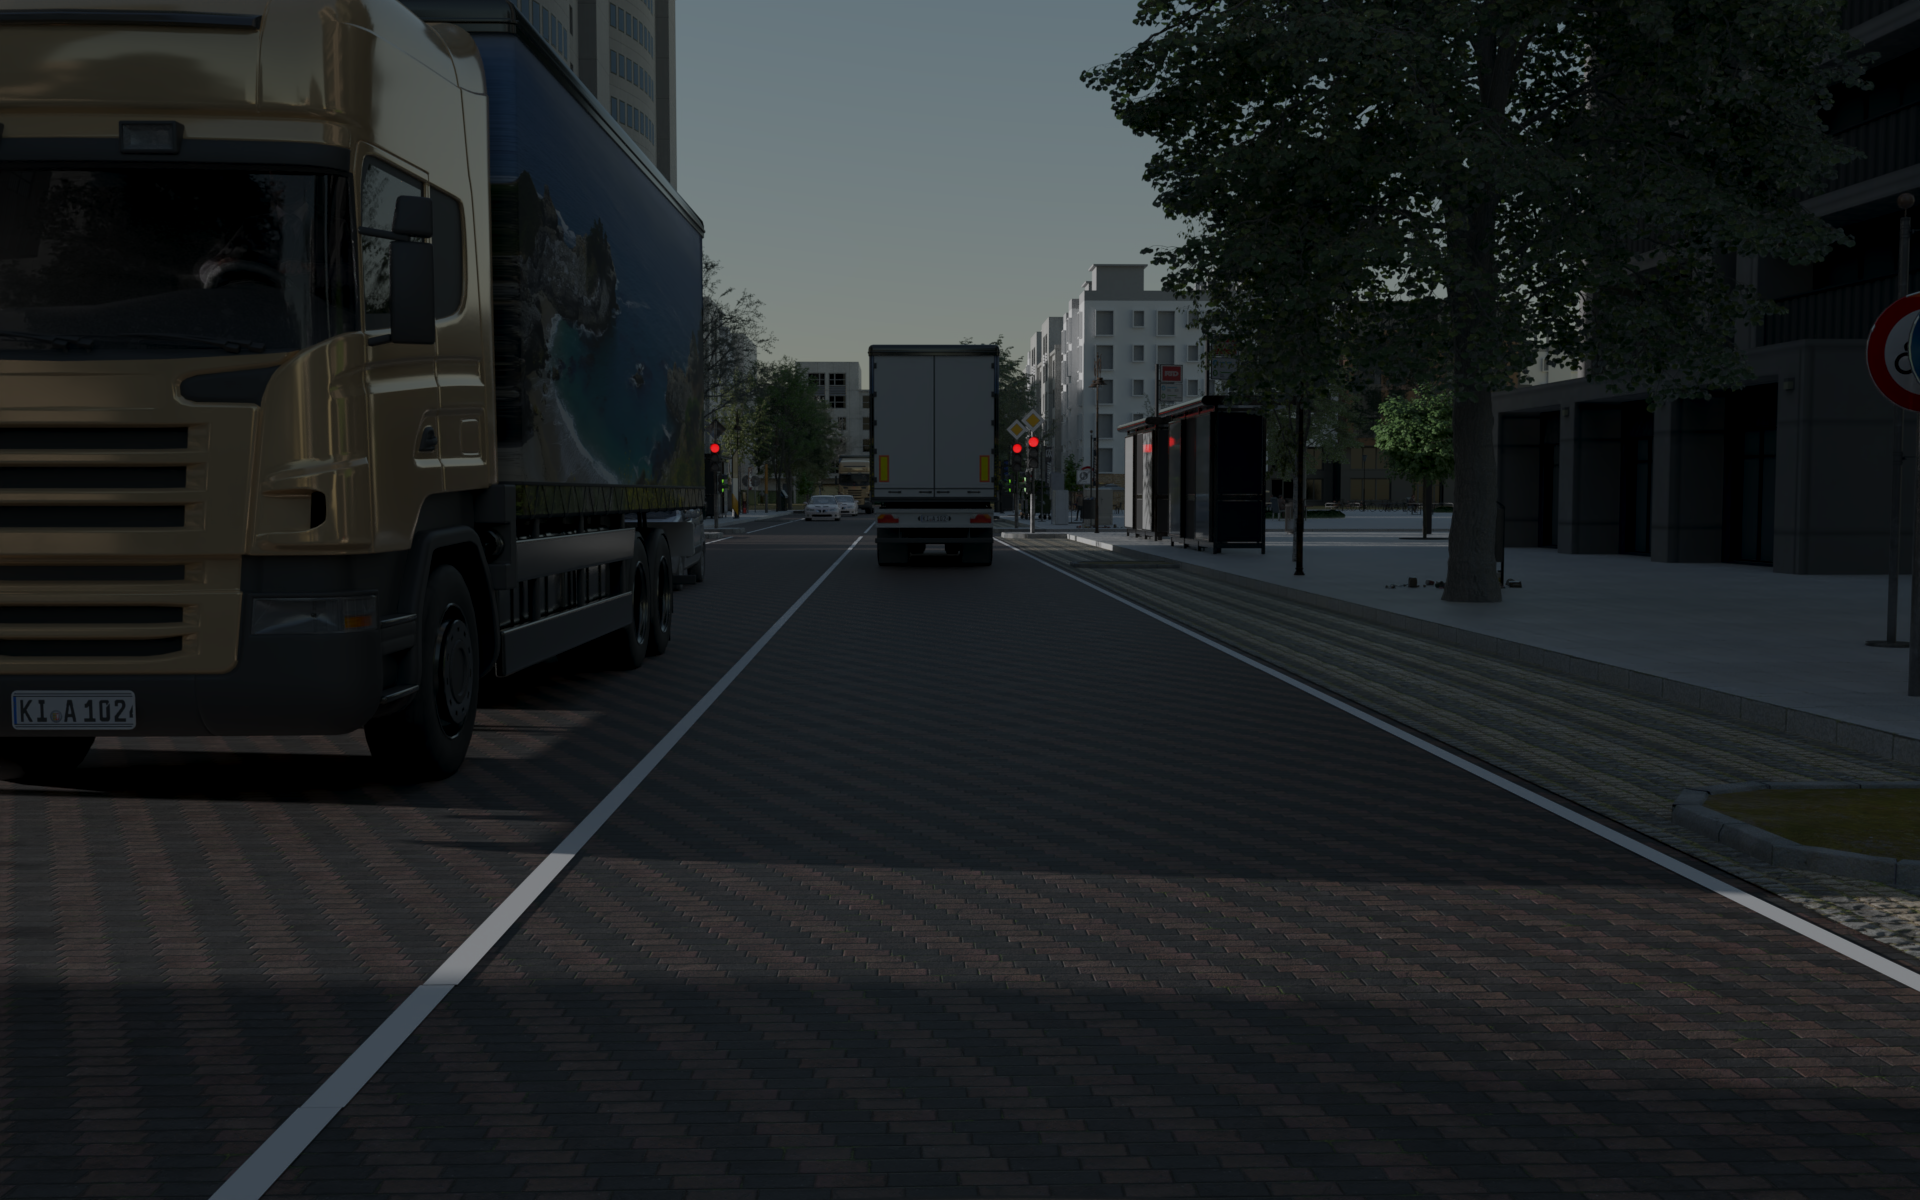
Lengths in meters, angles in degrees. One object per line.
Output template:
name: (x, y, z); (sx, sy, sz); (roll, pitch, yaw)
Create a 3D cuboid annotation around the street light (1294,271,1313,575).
street light: (5.367, -3.329, 27.215); (0.468, 5.910, 1.993); (0, 4, -2)

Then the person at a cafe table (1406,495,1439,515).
person at a cafe table: (28.624, -5.950, 108.143); (1.698, 1.238, 1.726); (-2, 4, -30)

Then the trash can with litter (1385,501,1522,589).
trash can with litter: (6.850, -0.787, 23.926); (2.233, 1.210, 1.678); (-1, 4, -9)

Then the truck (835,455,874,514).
truck: (-7.583, -8.494, 127.792); (2.839, 4.237, 11.283); (0, 4, -1)

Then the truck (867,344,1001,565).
truck: (-0.527, -3.006, 38.068); (2.839, 4.237, 11.283); (0, 4, 0)

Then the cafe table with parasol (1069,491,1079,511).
cafe table with parasol: (8.305, -7.699, 130.742); (2.610, 1.966, 2.610); (-2, 4, -30)

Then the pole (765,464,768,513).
pole: (-13.203, -7.596, 118.040); (0.158, 3.312, 0.155); (0, 3, 0)

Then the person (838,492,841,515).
person: (-8.329, -6.612, 118.479); (0.647, 1.594, 0.662); (2, 4, 28)

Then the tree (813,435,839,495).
tree: (-15.798, -15.125, 197.652); (4.360, 8.622, 3.978); (0, 3, 0)

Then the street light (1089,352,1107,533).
street light: (4.488, -5.126, 56.601); (0.468, 5.910, 1.993); (0, 4, -2)

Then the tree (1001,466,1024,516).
tree: (3.160, -6.563, 101.909); (1.663, 3.219, 1.824); (0, 3, 0)

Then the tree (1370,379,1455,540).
tree: (13.259, -4.002, 49.142); (4.285, 4.588, 4.351); (0, 3, 0)

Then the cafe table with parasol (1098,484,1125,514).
cafe table with parasol: (9.786, -6.562, 112.149); (2.610, 1.966, 2.610); (1, 4, 14)

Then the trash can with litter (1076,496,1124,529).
trash can with litter: (5.265, -3.311, 65.187); (2.233, 1.210, 1.678); (-1, 4, -19)

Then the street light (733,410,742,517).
street light: (-12.184, -7.473, 94.969); (0.468, 5.910, 1.993); (0, 4, -2)

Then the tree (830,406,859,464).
tree: (-17.179, -18.435, 211.783); (12.009, 13.543, 11.850); (0, 3, 0)

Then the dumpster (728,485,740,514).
dumpster: (-14.086, -6.102, 105.531); (1.264, 1.857, 1.865); (0, 4, -2)

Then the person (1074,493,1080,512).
person: (8.552, -7.108, 126.175); (0.435, 1.345, 0.340); (0, 4, 5)

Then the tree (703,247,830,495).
tree: (-12.977, -10.360, 79.760); (12.009, 13.543, 11.850); (0, 3, 0)

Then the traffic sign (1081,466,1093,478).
traffic sign: (5.803, -4.809, 78.730); (0.768, 2.556, 0.104); (0, 4, 3)

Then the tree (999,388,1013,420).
tree: (1.243, -14.139, 156.921); (9.928, 11.665, 9.643); (0, 3, 0)

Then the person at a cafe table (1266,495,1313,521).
person at a cafe table: (15.562, -4.375, 82.391); (1.726, 1.238, 1.698); (-2, 4, -35)

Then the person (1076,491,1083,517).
person: (6.510, -5.107, 90.103); (0.990, 1.755, 0.434); (2, 4, 30)

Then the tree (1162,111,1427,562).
tree: (6.162, -5.036, 32.700); (4.360, 8.622, 3.978); (0, 3, 0)

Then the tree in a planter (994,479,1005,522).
tree in a planter: (1.305, -5.647, 89.550); (1.991, 3.239, 1.994); (0, 4, -2)

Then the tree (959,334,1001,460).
tree: (1.725, -14.121, 137.530); (9.857, 13.997, 8.962); (0, 3, 0)

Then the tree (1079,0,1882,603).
tree: (6.047, -6.953, 20.336); (9.857, 13.997, 8.962); (0, 3, 0)

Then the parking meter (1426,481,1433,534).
parking meter: (14.953, -3.038, 55.386); (0.255, 1.863, 0.399); (1, 4, 9)

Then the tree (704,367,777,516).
tree: (-12.970, -9.174, 100.355); (4.737, 8.622, 4.395); (0, 3, 0)

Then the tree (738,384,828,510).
tree: (-14.072, -12.562, 139.798); (7.601, 10.594, 8.767); (1, 4, 21)

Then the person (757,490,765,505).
person: (-22.243, -11.496, 194.726); (1.217, 1.736, 0.721); (1, 4, 12)

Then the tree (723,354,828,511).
tree: (-13.738, -12.495, 130.045); (9.928, 11.665, 9.643); (0, 3, 0)

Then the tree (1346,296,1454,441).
tree: (21.715, -9.000, 81.564); (7.601, 10.594, 8.767); (-1, 4, -10)

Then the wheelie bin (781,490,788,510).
wheelie bin: (-13.546, -7.599, 132.158); (0.693, 1.594, 0.980); (1, 4, 15)

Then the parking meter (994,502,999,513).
parking meter: (2.540, -6.821, 119.936); (0.372, 1.533, 0.369); (0, 3, 0)

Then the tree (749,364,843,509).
tree: (-15.075, -14.211, 150.468); (7.486, 12.596, 7.792); (0, 3, 0)

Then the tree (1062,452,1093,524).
tree: (4.794, -4.936, 75.305); (1.663, 3.219, 1.824); (0, 3, 0)

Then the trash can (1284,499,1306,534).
trash can: (10.733, -2.685, 55.558); (0.748, 1.137, 0.748); (0, 3, 0)

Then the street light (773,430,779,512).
street light: (-13.209, -9.294, 124.750); (0.468, 5.910, 1.993); (0, 4, -2)

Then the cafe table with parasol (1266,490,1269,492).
cafe table with parasol: (23.432, -8.159, 138.269); (2.610, 1.966, 2.610); (0, 4, -1)

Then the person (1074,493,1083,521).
person: (5.728, -4.473, 83.087); (0.435, 1.345, 0.340); (-2, 4, -29)

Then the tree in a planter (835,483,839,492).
tree in a planter: (-13.145, -12.021, 193.769); (1.991, 3.239, 1.994); (0, 4, -2)

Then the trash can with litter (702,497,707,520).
trash can with litter: (-13.031, -4.539, 85.592); (1.055, 1.170, 0.624); (0, 4, 6)

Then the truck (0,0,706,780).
truck: (-3.751, -1.416, 12.073); (2.839, 4.237, 11.283); (0, 4, -1)

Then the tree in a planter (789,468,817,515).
tree in a planter: (-10.567, -7.342, 117.259); (1.991, 3.239, 1.994); (0, 4, -2)

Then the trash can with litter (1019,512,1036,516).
trash can with litter: (3.888, -5.391, 99.537); (1.055, 1.170, 0.624); (2, 4, 26)

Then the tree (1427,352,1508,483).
tree: (20.881, -7.479, 72.641); (4.360, 8.622, 3.978); (0, 3, 0)

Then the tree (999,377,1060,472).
tree: (3.842, -9.696, 108.893); (4.360, 8.622, 3.978); (0, 3, 0)

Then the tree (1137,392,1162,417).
tree: (13.756, -10.343, 119.466); (4.360, 8.622, 3.978); (0, 3, 0)

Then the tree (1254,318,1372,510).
tree: (20.948, -11.411, 104.695); (7.486, 12.596, 7.792); (0, 3, 0)
